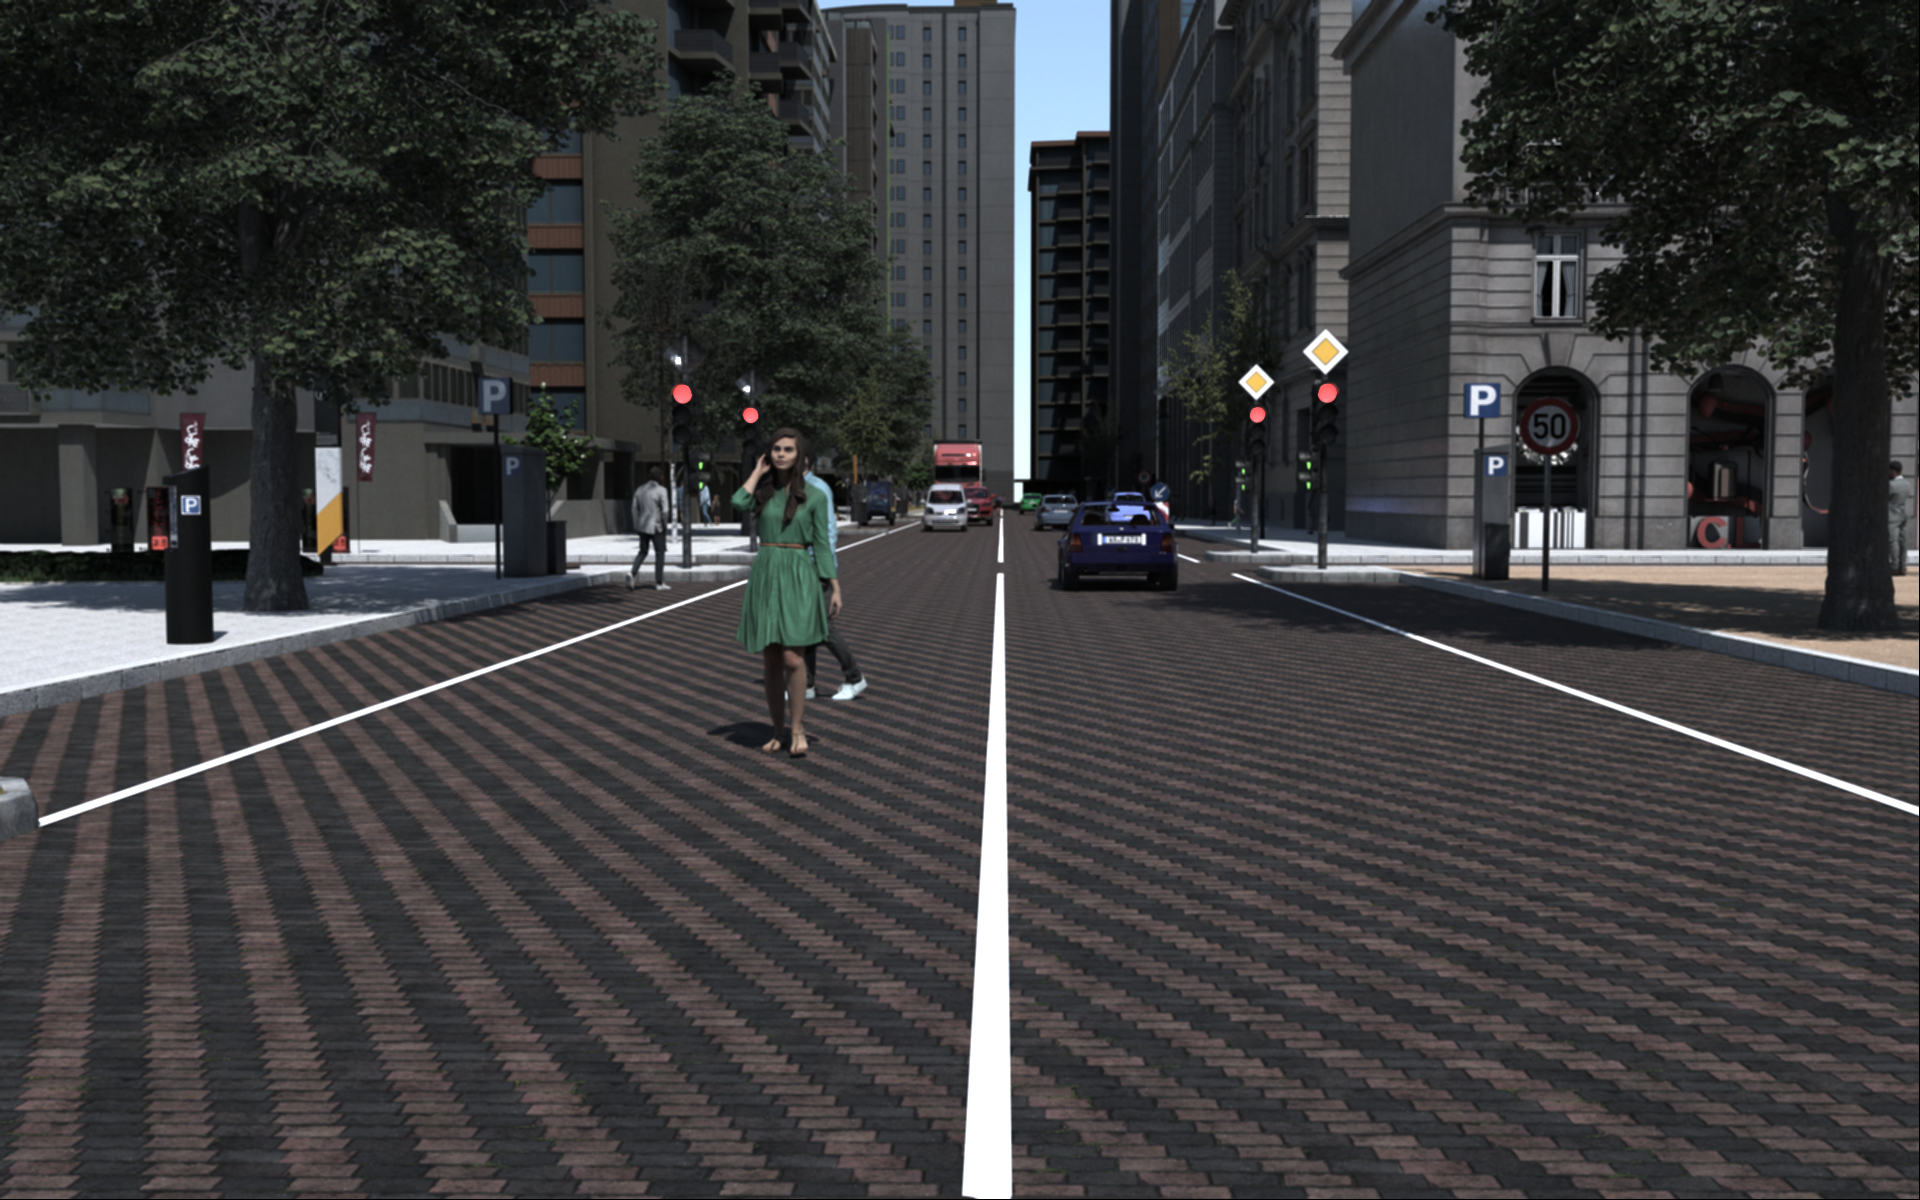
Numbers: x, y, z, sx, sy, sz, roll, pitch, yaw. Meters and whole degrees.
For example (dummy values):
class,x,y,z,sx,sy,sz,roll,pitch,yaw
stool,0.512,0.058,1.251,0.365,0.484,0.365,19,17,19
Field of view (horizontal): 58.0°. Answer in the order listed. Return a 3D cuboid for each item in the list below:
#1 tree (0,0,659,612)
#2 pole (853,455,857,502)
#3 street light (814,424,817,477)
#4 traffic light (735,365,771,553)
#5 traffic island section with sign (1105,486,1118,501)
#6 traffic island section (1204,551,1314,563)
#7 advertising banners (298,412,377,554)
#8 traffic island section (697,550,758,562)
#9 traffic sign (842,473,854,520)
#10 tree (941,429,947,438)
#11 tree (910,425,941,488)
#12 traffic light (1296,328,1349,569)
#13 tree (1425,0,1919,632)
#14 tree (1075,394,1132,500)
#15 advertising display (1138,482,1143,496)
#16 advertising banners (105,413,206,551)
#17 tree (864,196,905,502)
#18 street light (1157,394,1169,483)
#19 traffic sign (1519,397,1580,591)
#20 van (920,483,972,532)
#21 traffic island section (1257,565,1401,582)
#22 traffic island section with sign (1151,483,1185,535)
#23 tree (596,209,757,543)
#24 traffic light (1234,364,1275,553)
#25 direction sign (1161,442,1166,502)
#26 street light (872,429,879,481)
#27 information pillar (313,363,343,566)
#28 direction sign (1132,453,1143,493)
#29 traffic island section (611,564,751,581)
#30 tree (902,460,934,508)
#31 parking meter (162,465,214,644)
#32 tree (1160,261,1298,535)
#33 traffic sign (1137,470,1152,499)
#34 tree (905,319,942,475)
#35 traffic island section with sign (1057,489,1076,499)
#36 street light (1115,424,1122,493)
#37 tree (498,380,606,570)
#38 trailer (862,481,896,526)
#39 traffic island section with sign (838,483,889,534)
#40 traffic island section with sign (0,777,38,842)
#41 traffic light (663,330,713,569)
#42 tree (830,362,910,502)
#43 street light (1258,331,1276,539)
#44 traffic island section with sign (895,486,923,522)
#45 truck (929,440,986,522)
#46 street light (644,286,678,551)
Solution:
class,x,y,z,sx,sy,sz,roll,pitch,yaw
tree,-7.690,-6.862,18.854,9.857,13.997,8.962,0,3,0
pole,-5.446,-5.871,89.835,0.158,3.312,0.155,0,3,0
street light,-5.808,-5.924,69.642,0.468,5.910,1.993,0,4,1
traffic light,-4.491,-2.984,37.717,0.839,4.253,0.868,0,4,1
traffic island section with sign,7.681,-4.958,89.696,1.989,1.847,2.006,0,4,1
traffic island section,6.407,-0.936,37.583,2.009,0.180,2.903,0,4,1
advertising banners,-13.448,-2.522,37.417,2.074,3.025,0.090,1,4,19
traffic island section,-4.531,-0.952,37.852,2.009,0.180,2.903,0,4,1
traffic sign,-5.434,-5.003,83.925,0.606,2.300,0.079,1,4,11
tree,-3.098,-14.133,181.438,4.737,8.622,4.395,0,3,0
tree,-5.129,-12.652,157.221,4.737,8.622,4.395,0,3,0
traffic light,6.173,-2.481,29.487,0.839,4.253,0.868,0,4,1
tree,8.547,-6.685,15.961,9.857,13.997,8.962,0,3,0
tree,10.543,-10.815,127.181,4.360,8.622,3.978,0,3,0
advertising display,9.950,-5.495,95.059,0.123,1.923,0.974,1,4,21
advertising banners,-17.287,-2.513,37.268,2.074,3.025,0.090,-1,4,-9
tree,-6.386,-8.926,52.599,9.857,13.997,8.962,0,3,0
street light,9.431,-6.582,80.396,0.468,5.910,1.993,0,4,1
traffic sign,7.728,-1.388,22.796,0.768,2.556,0.104,0,4,6
van,-0.527,-3.674,67.082,2.013,2.044,4.112,0,4,1
traffic island section,6.213,-0.448,29.600,2.009,0.180,2.903,0,4,1
traffic island section with sign,7.009,-3.275,62.174,1.989,1.847,2.006,0,4,1
tree,-7.372,-5.770,44.710,4.360,8.622,3.978,0,3,0
traffic light,6.367,-2.969,37.470,0.839,4.253,0.868,0,4,1
direction sign,8.892,-5.122,75.734,0.379,3.537,0.876,0,4,-5
street light,-4.996,-7.826,100.747,0.468,5.910,1.993,0,4,1
information pillar,-11.263,-2.416,30.860,0.504,3.616,0.183,1,4,12
direction sign,9.877,-6.390,96.480,0.379,3.537,0.876,-2,4,-34
traffic island section,-4.725,-0.464,29.870,2.009,0.180,2.903,0,4,1
tree,-4.051,-10.938,162.544,4.285,4.588,4.351,0,3,0
parking meter,-6.644,-0.397,14.905,0.372,1.533,0.369,0,3,0
tree,8.707,-6.395,54.919,4.737,8.622,4.395,0,3,0
traffic sign,9.666,-5.557,90.963,0.768,2.556,0.104,0,4,2
tree,-5.662,-12.325,108.162,9.857,13.997,8.962,0,3,0
traffic island section with sign,8.879,-7.993,139.308,1.989,1.847,2.006,0,4,1
street light,10.299,-8.526,112.192,0.468,5.910,1.993,0,4,1
tree,-7.174,-2.145,29.675,1.663,3.219,1.824,0,3,0
trailer,-3.694,-4.319,77.659,1.471,1.999,3.904,0,4,1
traffic island section with sign,-3.609,-3.304,62.647,1.989,1.847,2.006,0,4,1
traffic island section with sign,-4.953,0.103,6.938,1.989,1.847,2.006,0,4,1
traffic light,-4.685,-2.496,29.734,0.839,4.253,0.868,0,4,1
tree,-5.391,-8.980,97.181,4.737,8.622,4.395,0,3,0
street light,8.652,-4.685,49.391,0.468,5.910,1.993,0,4,1
traffic island section with sign,-2.947,-4.952,89.594,1.989,1.847,2.006,0,4,1
truck,-0.110,-6.282,91.619,2.839,4.237,11.283,0,4,0
street light,-6.637,-4.026,38.606,0.468,5.910,1.993,0,4,1
